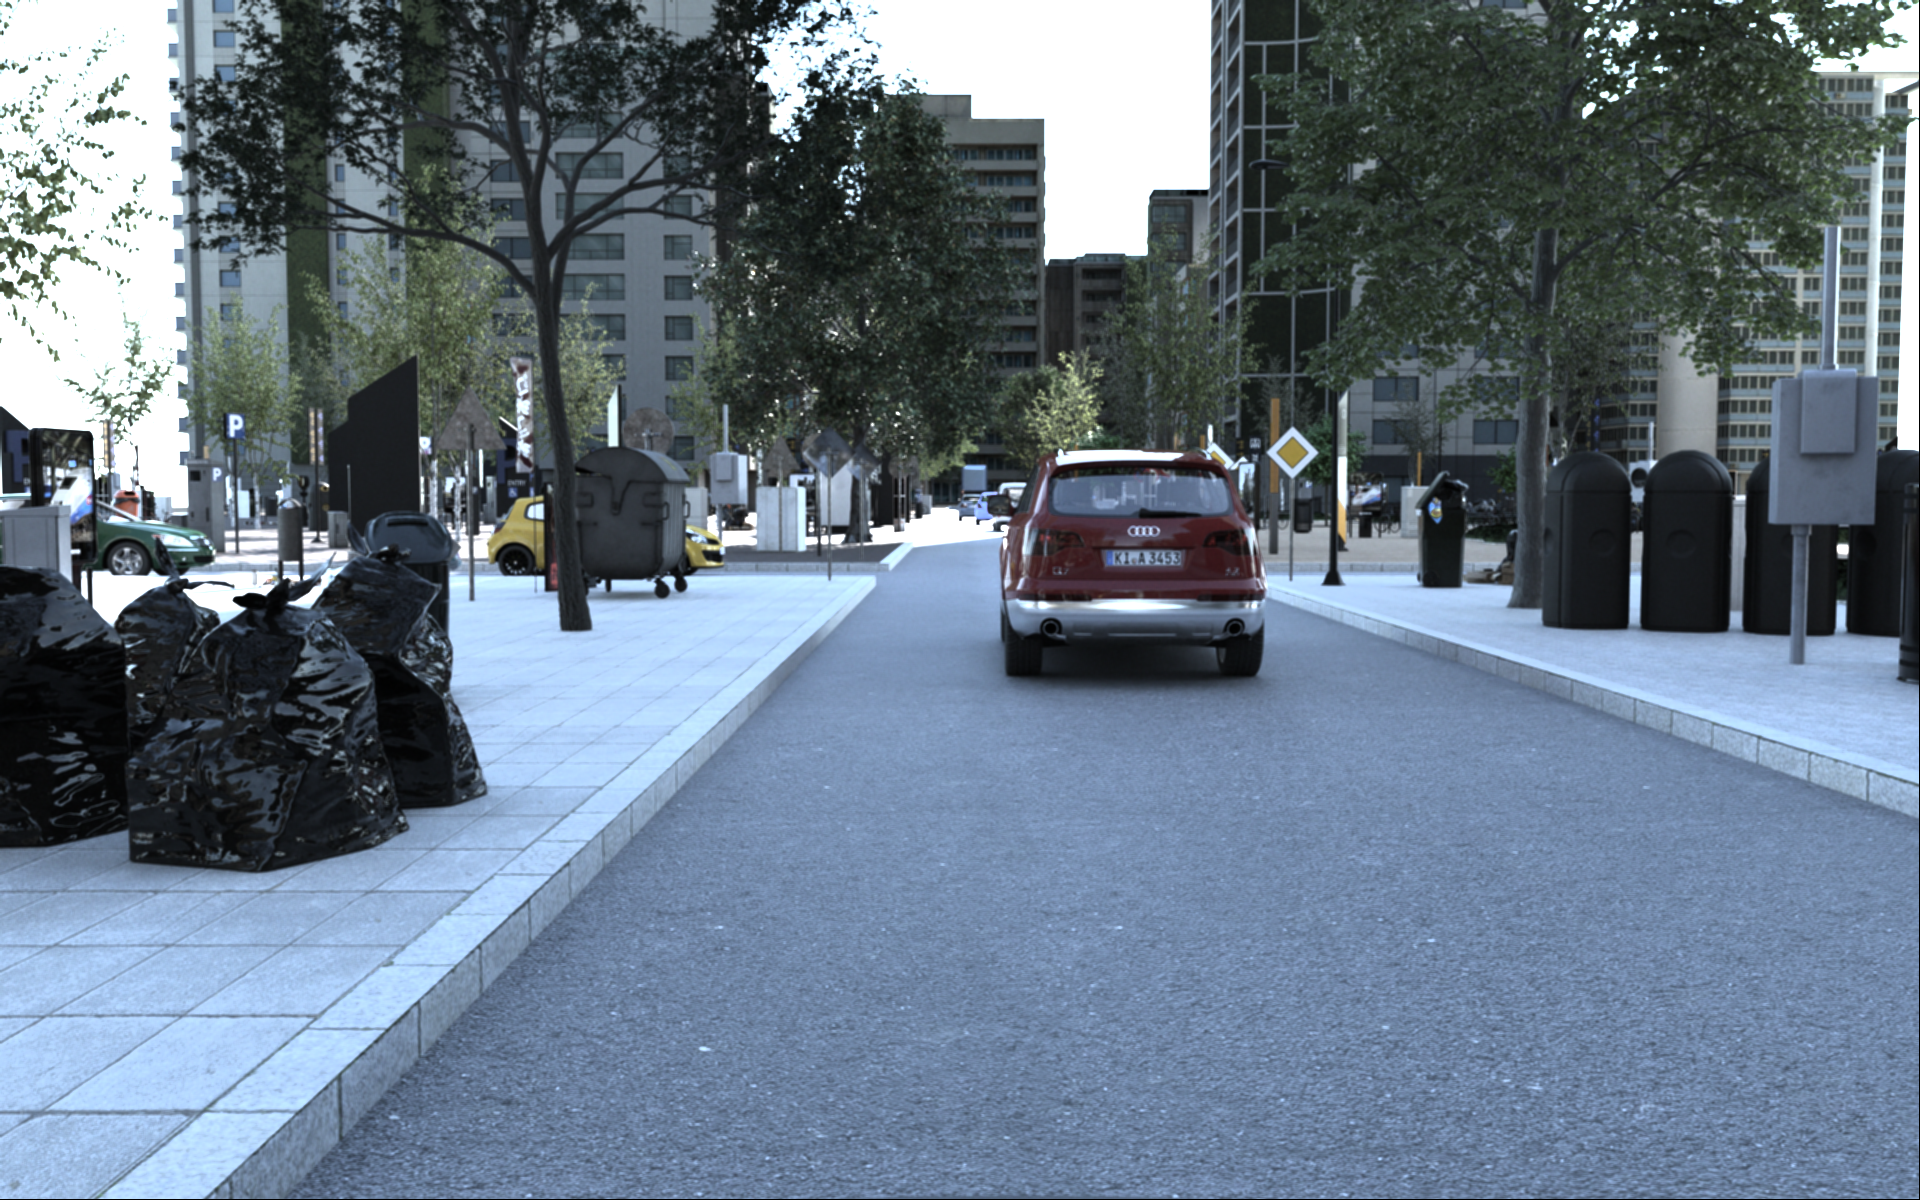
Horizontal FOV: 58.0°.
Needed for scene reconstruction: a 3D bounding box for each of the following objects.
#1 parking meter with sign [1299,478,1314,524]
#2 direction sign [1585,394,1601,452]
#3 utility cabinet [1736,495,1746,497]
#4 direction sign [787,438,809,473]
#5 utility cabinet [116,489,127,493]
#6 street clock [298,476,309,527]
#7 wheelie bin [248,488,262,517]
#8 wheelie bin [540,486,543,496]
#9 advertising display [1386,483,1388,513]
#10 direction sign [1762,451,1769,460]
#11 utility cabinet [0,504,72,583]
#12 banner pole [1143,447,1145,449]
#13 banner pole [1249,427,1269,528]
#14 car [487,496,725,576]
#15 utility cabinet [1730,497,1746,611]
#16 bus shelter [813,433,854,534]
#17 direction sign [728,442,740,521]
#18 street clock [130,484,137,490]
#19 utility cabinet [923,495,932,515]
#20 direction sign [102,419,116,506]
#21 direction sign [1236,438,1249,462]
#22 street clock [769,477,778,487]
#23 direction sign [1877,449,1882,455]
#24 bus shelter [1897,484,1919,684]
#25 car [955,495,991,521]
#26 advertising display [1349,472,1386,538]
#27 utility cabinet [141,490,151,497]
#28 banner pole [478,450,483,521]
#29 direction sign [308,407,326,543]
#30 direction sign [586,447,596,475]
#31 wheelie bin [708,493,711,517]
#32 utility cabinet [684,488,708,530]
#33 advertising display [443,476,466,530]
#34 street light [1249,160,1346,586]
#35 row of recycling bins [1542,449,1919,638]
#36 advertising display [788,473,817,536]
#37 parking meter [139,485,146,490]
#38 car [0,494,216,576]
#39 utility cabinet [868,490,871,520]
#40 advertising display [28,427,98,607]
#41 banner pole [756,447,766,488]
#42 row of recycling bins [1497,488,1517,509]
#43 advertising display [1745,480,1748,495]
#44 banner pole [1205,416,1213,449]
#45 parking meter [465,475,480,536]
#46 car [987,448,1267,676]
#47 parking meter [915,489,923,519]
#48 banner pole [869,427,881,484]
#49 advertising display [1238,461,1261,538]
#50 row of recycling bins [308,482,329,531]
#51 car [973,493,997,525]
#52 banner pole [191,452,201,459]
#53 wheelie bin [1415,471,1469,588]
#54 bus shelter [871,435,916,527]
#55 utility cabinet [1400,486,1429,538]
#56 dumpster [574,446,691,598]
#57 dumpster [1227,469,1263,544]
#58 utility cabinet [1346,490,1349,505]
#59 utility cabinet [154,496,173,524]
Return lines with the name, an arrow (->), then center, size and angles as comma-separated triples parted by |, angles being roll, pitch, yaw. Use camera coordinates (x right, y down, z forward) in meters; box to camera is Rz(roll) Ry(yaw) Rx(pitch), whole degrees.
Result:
parking meter with sign -> 15.116, -4.847, 75.508 | 0.543, 3.016, 1.738 | 0, 4, -7
direction sign -> 14.440, -2.910, 39.582 | 0.379, 3.537, 0.876 | 0, 4, 1
utility cabinet -> 34.469, -4.016, 76.821 | 1.020, 1.237, 0.306 | -1, 4, -21
direction sign -> -6.517, -4.753, 69.708 | 0.876, 3.537, 0.379 | 0, 4, -1
utility cabinet -> -34.028, -3.770, 70.311 | 0.318, 1.500, 1.173 | -1, 4, -20
street clock -> -25.870, -3.898, 68.306 | 0.471, 2.002, 0.358 | 3, 5, 41
wheelie bin -> -39.636, -5.466, 97.277 | 0.693, 1.594, 0.980 | 2, 4, 24
wheelie bin -> -16.082, -3.676, 68.012 | 0.980, 1.594, 0.693 | -2, 4, -26
advertising display -> 24.168, -5.745, 99.152 | 0.123, 1.923, 0.974 | -1, 4, -19
direction sign -> 42.203, -6.007, 90.207 | 0.876, 3.537, 0.379 | 1, 4, 19
utility cabinet -> -5.362, 0.066, 10.084 | 0.306, 1.237, 1.020 | -2, 4, -24
banner pole -> 9.913, -6.214, 91.620 | 0.863, 3.779, 0.401 | -2, 4, -31
banner pole -> 11.250, -4.594, 65.131 | 0.863, 3.779, 0.401 | 1, 4, 20
car -> -6.054, -1.197, 29.796 | 3.980, 1.641, 2.015 | 0, 4, 1
utility cabinet -> 8.874, -0.496, 19.266 | 1.020, 1.237, 0.306 | -1, 4, -19
bus shelter -> -3.995, -3.965, 58.759 | 2.014, 3.302, 5.546 | 0, 3, 0
direction sign -> -9.886, -5.128, 75.846 | 0.379, 3.537, 0.876 | -3, 5, -40
street clock -> -49.004, -6.005, 102.750 | 0.358, 2.002, 0.471 | -3, 5, -42
utility cabinet -> -2.262, -5.905, 107.716 | 1.020, 1.237, 0.306 | 2, 4, 26
direction sign -> -26.051, -3.734, 53.056 | 0.379, 3.537, 0.876 | 0, 4, -5
direction sign -> 11.480, -4.736, 69.431 | 0.876, 3.537, 0.379 | 1, 4, 18
street clock -> -6.878, -3.622, 63.783 | 0.358, 2.002, 0.471 | -1, 4, -20
direction sign -> 45.998, -5.806, 86.932 | 0.379, 3.537, 0.876 | 0, 4, 3
bus shelter -> 6.608, -1.839, 7.693 | 2.179, 5.291, 8.768 | 0, 4, 0
car -> 0.761, -4.954, 92.995 | 2.014, 1.417, 4.499 | 0, 4, 0
advertising display -> 11.932, -2.796, 50.930 | 0.974, 1.923, 0.123 | 2, 4, 23
utility cabinet -> -40.644, -4.733, 86.069 | 1.173, 1.500, 0.318 | 3, 4, 36
banner pole -> -22.563, -5.595, 81.492 | 0.401, 3.779, 0.863 | -2, 4, -30
direction sign -> -16.992, -3.288, 45.759 | 0.379, 3.537, 0.876 | 0, 4, 3
direction sign -> -17.759, -5.585, 83.307 | 0.379, 3.537, 0.876 | -3, 5, -41
wheelie bin -> -14.418, -5.464, 97.241 | 0.980, 1.594, 0.693 | -3, 4, -38
utility cabinet -> -9.342, -3.189, 60.822 | 1.173, 1.500, 0.318 | 3, 5, 41
advertising display -> -18.131, -3.495, 62.361 | 0.974, 1.923, 0.123 | -3, 5, -43
street light -> 4.723, -3.163, 24.251 | 1.470, 5.913, 1.316 | 0, 4, 0
row of recycling bins -> 7.323, -0.557, 16.226 | 3.534, 1.692, 1.069 | 1, 4, 20
advertising display -> -4.781, -2.907, 52.739 | 0.974, 1.923, 0.123 | 2, 4, 24
parking meter -> -50.677, -6.220, 107.406 | 0.255, 1.863, 0.399 | 0, 4, -5
car -> -15.133, -1.067, 29.245 | 4.920, 1.459, 2.131 | 0, 4, -1
utility cabinet -> -3.931, -4.560, 83.228 | 0.318, 1.500, 1.173 | -3, 5, -42
advertising display -> -8.793, -0.722, 17.018 | 0.123, 1.923, 0.974 | 0, 4, 2
banner pole -> -9.353, -5.620, 81.901 | 0.401, 3.779, 0.863 | 2, 4, 33
row of recycling bins -> 32.233, -5.764, 101.359 | 1.069, 1.692, 3.534 | 0, 4, 4
advertising display -> 36.807, -4.574, 79.996 | 0.974, 1.923, 0.123 | 2, 4, 30
banner pole -> 7.876, -3.966, 54.861 | 0.401, 3.779, 0.863 | 2, 4, 24
parking meter -> -15.086, -2.929, 53.603 | 0.255, 1.863, 0.399 | 2, 4, 30
car -> 1.376, -0.399, 15.194 | 2.281, 1.827, 5.304 | 0, 4, 1
parking meter -> -2.140, -5.014, 90.388 | 0.372, 1.533, 0.369 | 0, 3, 0
banner pole -> -2.832, -3.960, 54.758 | 0.863, 3.779, 0.401 | -2, 4, -35
advertising display -> 5.755, -1.792, 34.514 | 0.123, 1.923, 0.974 | -1, 4, -11
row of recycling bins -> -21.214, -3.315, 61.313 | 3.534, 1.692, 1.069 | -1, 4, -15
car -> 1.561, -4.400, 81.524 | 1.945, 1.707, 3.694 | 0, 3, 0
banner pole -> -45.022, -6.856, 102.113 | 0.401, 3.779, 0.863 | 2, 4, 27
wheelie bin -> 6.681, -0.984, 23.990 | 0.693, 1.594, 0.980 | 1, 4, 8
bus shelter -> -2.634, -4.864, 70.806 | 1.731, 3.624, 6.357 | 0, 4, 0
utility cabinet -> 13.456, -2.563, 50.589 | 1.173, 1.500, 0.318 | -1, 4, -23
dumpster -> -4.166, -0.989, 21.922 | 1.264, 1.857, 1.865 | 0, 4, 0
dumpster -> 6.429, -2.155, 40.988 | 1.264, 1.857, 1.865 | 0, 4, 0
utility cabinet -> 21.232, -5.224, 94.092 | 0.318, 1.500, 1.173 | -1, 4, -22
utility cabinet -> -34.734, -3.937, 75.538 | 1.020, 1.237, 0.306 | 3, 4, 36
